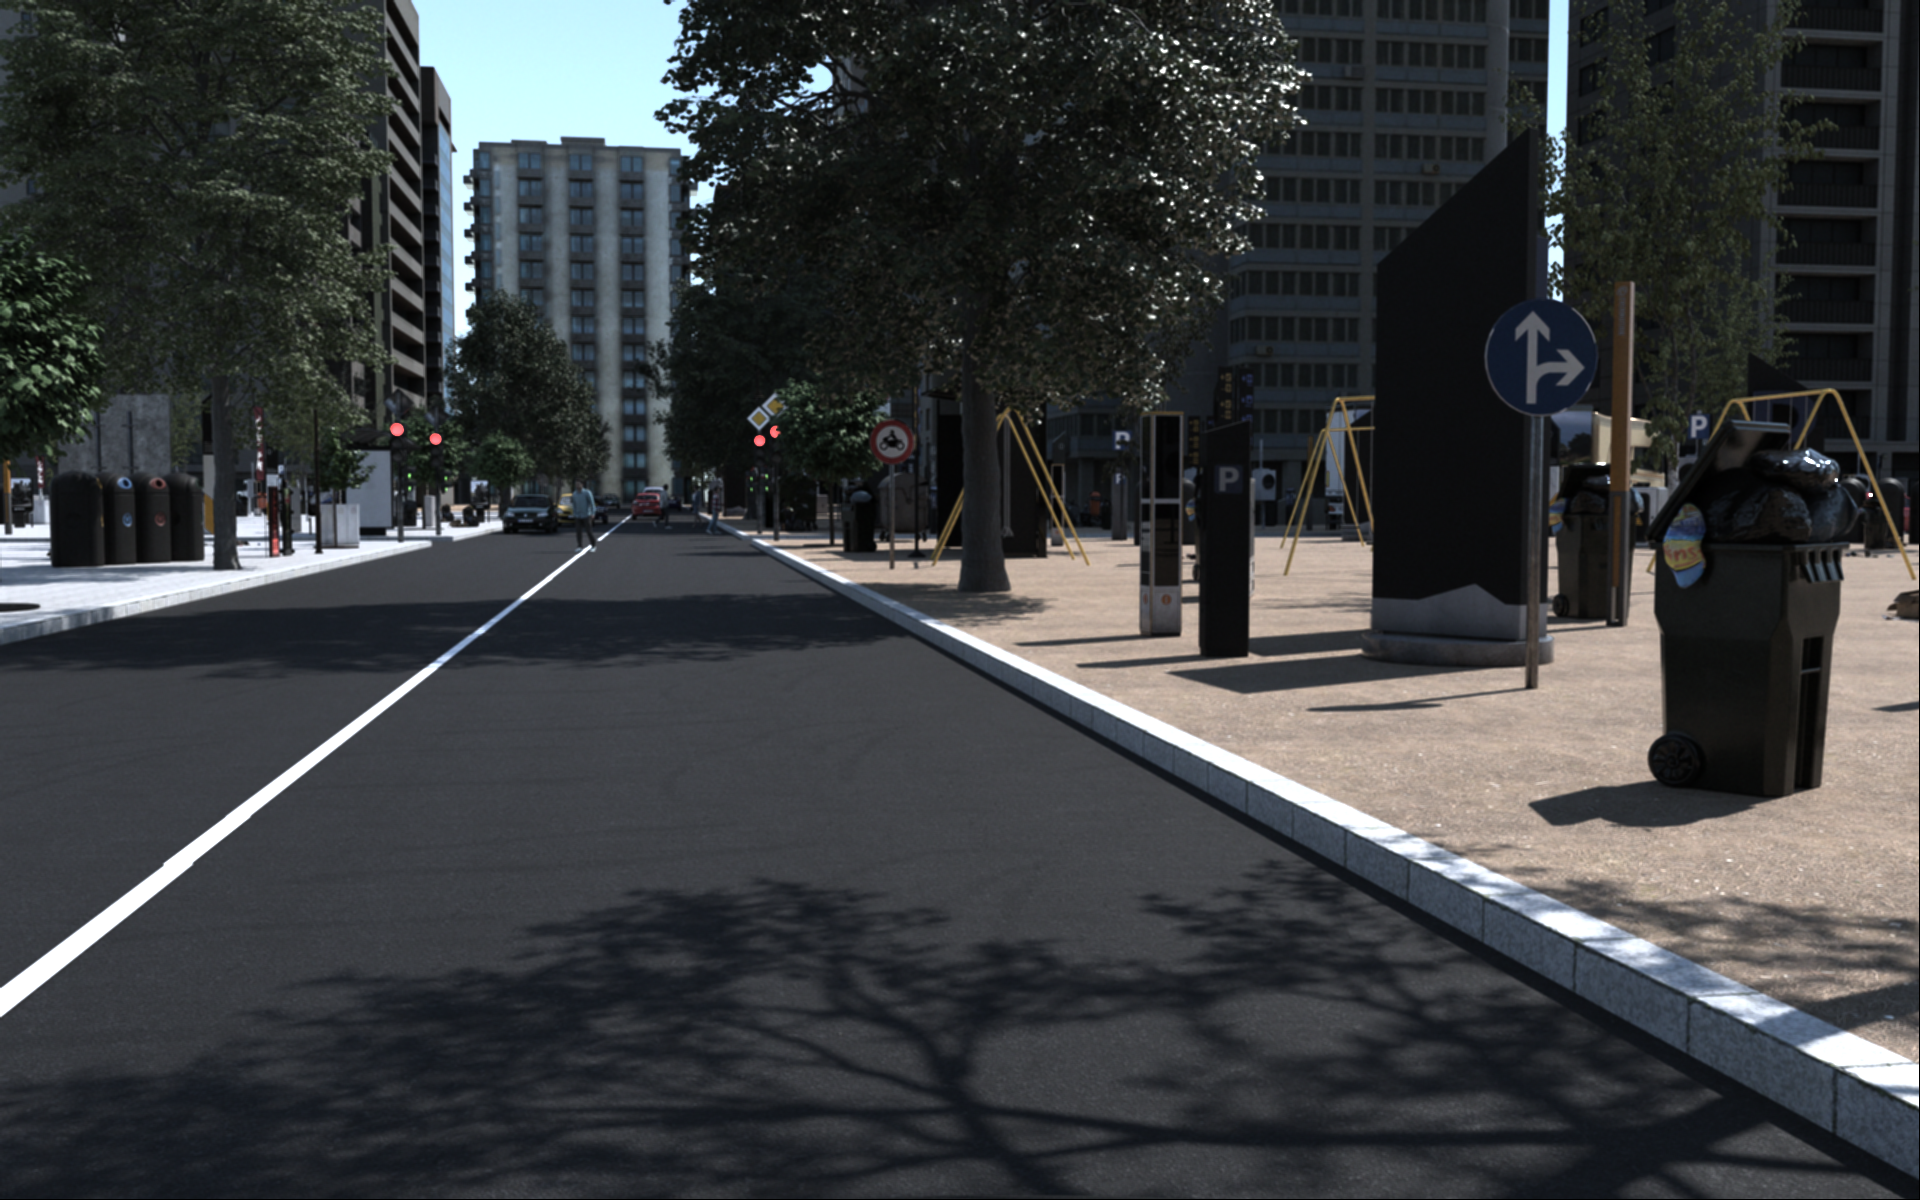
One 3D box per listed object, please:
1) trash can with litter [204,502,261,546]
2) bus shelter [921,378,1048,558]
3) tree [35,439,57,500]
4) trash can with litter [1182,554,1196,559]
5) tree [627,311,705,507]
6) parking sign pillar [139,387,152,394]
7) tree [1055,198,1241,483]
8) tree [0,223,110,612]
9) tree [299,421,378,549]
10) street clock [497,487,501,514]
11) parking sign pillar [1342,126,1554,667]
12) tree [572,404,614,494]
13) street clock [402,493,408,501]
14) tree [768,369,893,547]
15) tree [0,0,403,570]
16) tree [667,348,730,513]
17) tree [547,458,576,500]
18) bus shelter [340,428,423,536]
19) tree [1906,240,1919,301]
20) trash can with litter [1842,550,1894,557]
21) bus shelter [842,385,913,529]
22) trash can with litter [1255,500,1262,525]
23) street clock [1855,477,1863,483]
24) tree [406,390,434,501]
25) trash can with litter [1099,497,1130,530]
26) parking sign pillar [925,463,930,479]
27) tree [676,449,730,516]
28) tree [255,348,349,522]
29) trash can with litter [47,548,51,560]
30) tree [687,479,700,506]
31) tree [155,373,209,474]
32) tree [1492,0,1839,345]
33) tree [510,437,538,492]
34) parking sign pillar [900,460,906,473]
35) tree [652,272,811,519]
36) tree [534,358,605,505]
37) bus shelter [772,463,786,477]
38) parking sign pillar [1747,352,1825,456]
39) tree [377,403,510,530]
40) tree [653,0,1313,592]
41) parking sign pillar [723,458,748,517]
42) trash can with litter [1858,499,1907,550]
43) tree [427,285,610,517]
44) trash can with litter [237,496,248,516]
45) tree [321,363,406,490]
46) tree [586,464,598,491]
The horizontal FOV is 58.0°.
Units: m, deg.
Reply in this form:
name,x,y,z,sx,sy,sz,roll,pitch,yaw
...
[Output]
name,x,y,z,sx,sy,sz,roll,pitch,yaw
trash can with litter,-18.289,-1.954,43.013,1.678,1.210,2.233,-1,4,-13
bus shelter,0.468,-2.835,37.627,1.731,3.624,6.357,-1,4,-10
tree,-47.549,-8.749,93.405,4.737,8.622,4.395,0,3,0
trash can with litter,4.884,-1.432,34.467,2.233,1.210,1.678,-1,4,-12
tree,-25.932,-19.095,168.100,12.611,20.169,13.585,0,3,0
parking sign pillar,-20.886,-3.353,43.298,1.447,3.967,1.447,3,4,36
tree,4.278,-5.437,39.262,4.360,8.622,3.978,0,3,0
tree,-11.017,-2.167,19.137,4.285,4.588,4.351,0,3,0
tree,-14.756,-2.831,40.882,1.663,3.219,1.824,0,3,0
street clock,-27.915,-6.161,105.296,0.358,2.002,0.471,2,4,31
parking sign pillar,3.880,-1.525,13.413,1.447,3.967,1.447,-3,5,-43
tree,-34.365,-13.469,154.634,7.601,10.594,8.767,0,4,-1
street clock,-24.938,-4.490,77.976,0.471,2.002,0.358,2,4,34
tree,-3.116,-3.609,42.726,4.285,4.588,4.351,0,3,0
tree,-12.705,-6.764,28.713,7.486,12.596,7.792,0,3,0
tree,-16.427,-12.333,119.767,7.486,12.596,7.792,0,3,0
tree,-31.306,-11.295,135.030,4.737,8.622,4.395,0,3,0
bus shelter,-18.683,-3.781,55.741,2.014,3.302,5.546,-1,4,-10
tree,24.274,-5.513,40.494,4.737,8.622,4.395,0,3,0
trash can with litter,17.928,-1.500,35.582,2.233,1.210,1.678,2,4,34
bus shelter,-3.175,-5.144,61.739,2.179,5.291,8.768,-1,4,-10
trash can with litter,11.960,-3.631,70.749,0.624,1.170,1.055,3,4,38
street clock,37.669,-4.175,72.835,0.471,2.002,0.358,0,4,-6
tree,-38.557,-10.480,121.714,4.360,8.622,3.978,0,3,0
trash can with litter,5.569,-3.108,62.204,1.055,1.170,0.624,0,4,-6
parking sign pillar,-1.740,-7.791,115.855,1.447,3.967,1.447,3,4,38
tree,-14.104,-9.335,102.995,4.737,8.622,4.395,0,3,0
tree,-33.833,-8.476,88.939,4.737,8.622,4.395,0,3,0
trash can with litter,-17.454,-1.368,33.754,1.055,1.170,0.624,2,4,33
tree,-29.601,-12.200,194.069,1.663,3.219,1.824,0,3,0
tree,-46.429,-9.326,102.850,4.737,8.622,4.395,0,3,0
tree,9.110,-4.415,22.546,4.737,8.622,4.395,0,3,0
tree,-22.420,-6.186,84.853,4.285,4.588,4.351,0,3,0
parking sign pillar,-3.509,-7.704,114.435,1.447,3.967,1.447,-2,4,-29
tree,-10.669,-10.431,87.551,9.611,12.733,9.660,0,3,0
tree,-33.291,-13.786,143.527,7.486,12.596,7.792,0,3,0
bus shelter,-11.005,-8.001,108.449,2.179,5.291,8.768,-1,4,-10
parking sign pillar,15.572,-2.706,32.721,1.447,3.967,1.447,1,4,15
tree,-19.384,-4.834,62.748,4.285,4.588,4.351,0,3,0
tree,0.328,-7.081,22.435,9.857,13.997,8.962,0,3,0
parking sign pillar,-12.843,-6.764,99.062,1.447,3.967,1.447,1,4,10
trash can with litter,21.419,-1.765,40.240,1.055,1.170,0.624,-1,4,-20
tree,-24.949,-10.905,95.305,9.611,12.733,9.660,0,3,0
trash can with litter,-42.026,-5.509,101.463,0.624,1.170,1.055,-1,4,-21
tree,-34.707,-9.050,98.335,4.360,8.622,3.978,0,3,0
tree,-41.814,-14.902,194.005,4.360,8.622,3.978,0,3,0
